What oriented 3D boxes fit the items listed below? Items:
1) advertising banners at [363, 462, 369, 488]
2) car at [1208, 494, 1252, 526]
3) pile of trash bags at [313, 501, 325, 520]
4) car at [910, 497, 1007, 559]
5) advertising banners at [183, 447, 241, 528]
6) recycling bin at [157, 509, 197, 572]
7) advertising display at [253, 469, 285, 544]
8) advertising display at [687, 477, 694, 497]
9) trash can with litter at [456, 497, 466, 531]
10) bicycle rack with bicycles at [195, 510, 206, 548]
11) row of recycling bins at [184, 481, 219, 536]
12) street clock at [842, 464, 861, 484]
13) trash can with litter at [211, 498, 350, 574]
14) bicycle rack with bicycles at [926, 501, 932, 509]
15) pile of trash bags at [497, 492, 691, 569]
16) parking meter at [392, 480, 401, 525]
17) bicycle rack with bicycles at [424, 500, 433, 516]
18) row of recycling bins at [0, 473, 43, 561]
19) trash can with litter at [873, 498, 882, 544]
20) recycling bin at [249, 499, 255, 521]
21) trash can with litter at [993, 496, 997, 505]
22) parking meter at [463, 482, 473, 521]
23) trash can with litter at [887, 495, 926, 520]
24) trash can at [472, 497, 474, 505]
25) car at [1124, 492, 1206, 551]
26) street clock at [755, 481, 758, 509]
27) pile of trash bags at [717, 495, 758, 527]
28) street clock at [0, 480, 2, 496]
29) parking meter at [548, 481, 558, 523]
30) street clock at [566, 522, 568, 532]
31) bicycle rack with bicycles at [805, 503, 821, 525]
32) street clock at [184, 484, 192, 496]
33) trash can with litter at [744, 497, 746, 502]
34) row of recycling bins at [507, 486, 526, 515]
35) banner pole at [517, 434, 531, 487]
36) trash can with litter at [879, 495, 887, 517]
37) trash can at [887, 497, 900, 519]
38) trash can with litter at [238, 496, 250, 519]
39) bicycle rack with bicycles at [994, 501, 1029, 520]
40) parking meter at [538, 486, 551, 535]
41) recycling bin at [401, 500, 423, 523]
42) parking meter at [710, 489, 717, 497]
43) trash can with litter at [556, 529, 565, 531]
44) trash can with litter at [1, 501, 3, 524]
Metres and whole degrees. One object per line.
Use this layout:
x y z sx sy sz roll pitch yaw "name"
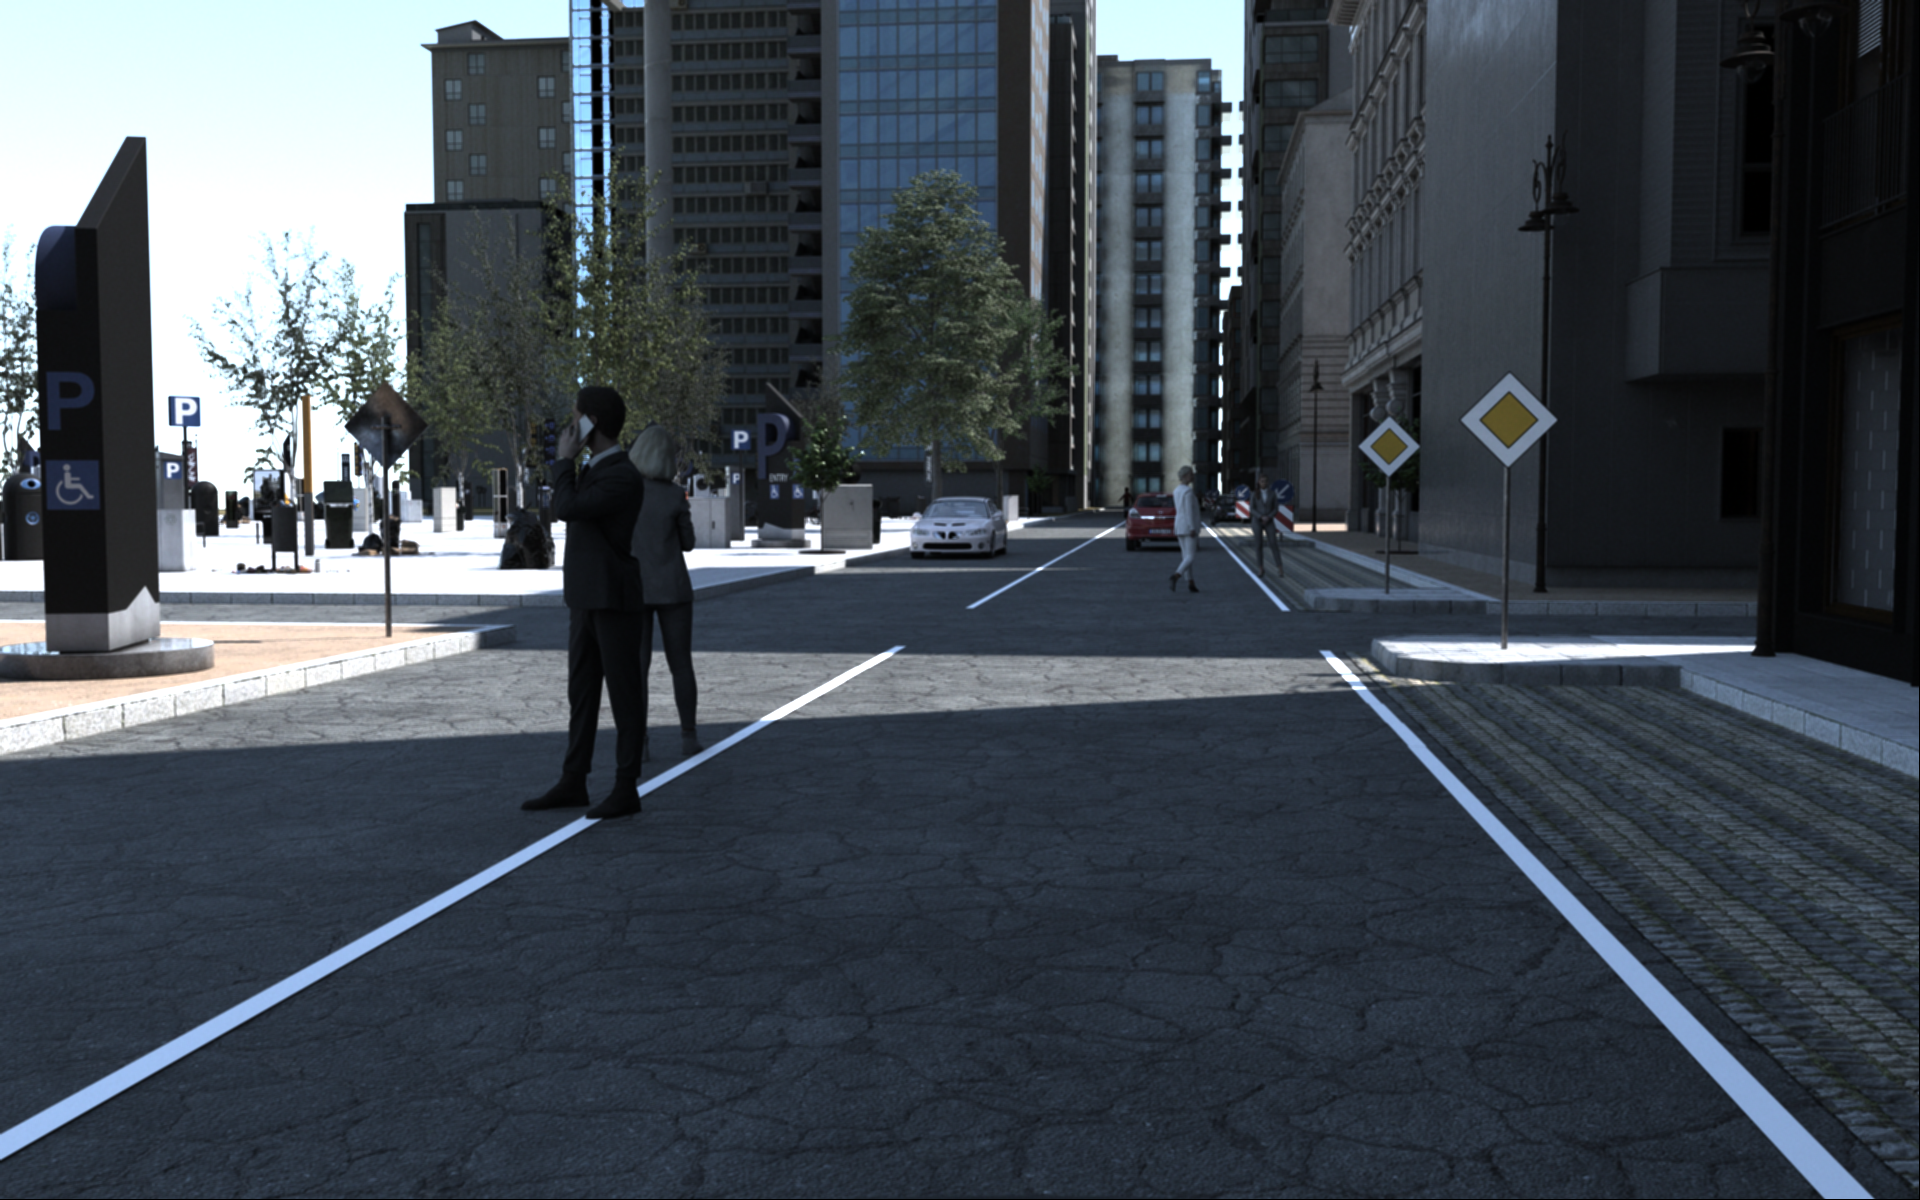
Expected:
-31.766 -5.990 94.120 2.074 3.025 0.090 2 4 35 "advertising banners"
12.243 -4.184 78.199 2.009 1.686 4.222 0 4 6 "car"
-32.045 -4.713 86.818 1.912 1.369 3.447 1 4 10 "pile of trash bags"
0.021 -1.693 40.036 2.083 1.381 4.827 0 4 7 "car"
-28.009 -4.199 64.841 2.074 3.025 0.090 0 4 0 "advertising banners"
-13.129 -0.988 28.700 0.722 1.027 0.722 0 4 -8 "recycling bin"
-17.772 -2.406 44.547 0.974 1.923 0.123 2 4 25 "advertising display"
-10.109 -3.656 64.995 0.123 1.923 0.974 -1 4 -16 "advertising display"
-17.626 -2.966 59.882 1.055 1.170 0.624 1 4 20 "trash can with litter"
-18.767 -1.633 40.077 2.852 0.926 2.925 -1 4 -13 "bicycle rack with bicycles"
-24.593 -2.817 53.179 3.534 1.692 1.069 0 4 -5 "row of recycling bins"
-2.594 -2.250 41.355 0.358 2.002 0.471 -3 5 -41 "street clock"
-11.279 -1.061 28.403 2.233 1.210 1.678 2 4 26 "trash can with litter"
-0.634 -4.724 90.626 2.852 0.926 2.925 0 4 5 "bicycle rack with bicycles"
-6.343 -1.241 30.042 3.447 1.369 1.912 1 4 9 "pile of trash bags"
-23.255 -4.020 71.434 0.255 1.863 0.399 0 4 -2 "parking meter"
-30.536 -5.226 98.819 2.852 0.926 2.925 -1 4 -17 "bicycle rack with bicycles"
-17.819 -1.638 33.899 1.069 1.692 3.534 3 5 45 "row of recycling bins"
-2.383 -2.041 44.754 0.624 1.170 1.055 -1 4 -15 "trash can with litter"
-33.493 -4.302 82.886 0.722 1.027 0.722 1 4 18 "recycling bin"
2.296 -5.120 95.103 1.055 1.170 0.624 0 4 0 "trash can with litter"
-23.810 -4.776 83.794 0.399 1.863 0.255 0 4 -4 "parking meter"
-2.356 -4.690 87.733 2.233 1.210 1.678 0 4 6 "trash can with litter"
-25.226 -4.706 88.600 0.748 1.137 0.748 0 3 0 "trash can"
5.313 -2.207 45.127 2.155 1.783 4.494 1 4 9 "car"
-11.051 -5.556 95.410 0.358 2.002 0.471 2 4 33 "street clock"
-9.538 -3.612 68.814 3.447 1.369 1.912 0 4 6 "pile of trash bags"
-48.114 -5.024 86.719 0.358 2.002 0.471 -2 4 -35 "street clock"
-18.118 -4.371 77.174 0.399 1.863 0.255 1 4 10 "parking meter"
-12.632 -3.146 55.999 0.471 2.002 0.358 3 5 43 "street clock"
-5.572 -3.604 72.315 2.925 0.926 2.852 0 4 6 "bicycle rack with bicycles"
-30.129 -3.856 67.621 0.358 2.002 0.471 2 4 35 "street clock"
-11.347 -4.624 86.653 2.233 1.210 1.678 -3 5 -41 "trash can with litter"
-22.505 -4.877 86.859 1.069 1.692 3.534 -2 4 -23 "row of recycling bins"
-18.294 -5.051 72.605 0.863 3.779 0.401 2 4 27 "banner pole"
-4.671 -5.280 97.388 2.233 1.210 1.678 0 4 0 "trash can with litter"
-3.482 -4.859 91.094 0.748 1.137 0.748 0 3 0 "trash can"
-36.829 -4.730 88.726 0.624 1.170 1.055 2 4 25 "trash can with litter"
2.194 -4.420 85.656 2.852 0.926 2.925 -1 4 -14 "bicycle rack with bicycles"
-12.891 -2.774 53.768 0.372 1.533 0.369 0 3 0 "parking meter"
-24.475 -3.961 77.318 0.722 1.027 0.722 -3 5 -39 "recycling bin"
-12.705 -4.948 89.314 0.372 1.533 0.369 0 3 0 "parking meter"
-13.269 -2.988 59.903 1.678 1.210 2.233 0 4 -5 "trash can with litter"
-41.238 -3.869 74.645 0.624 1.170 1.055 3 5 41 "trash can with litter"
